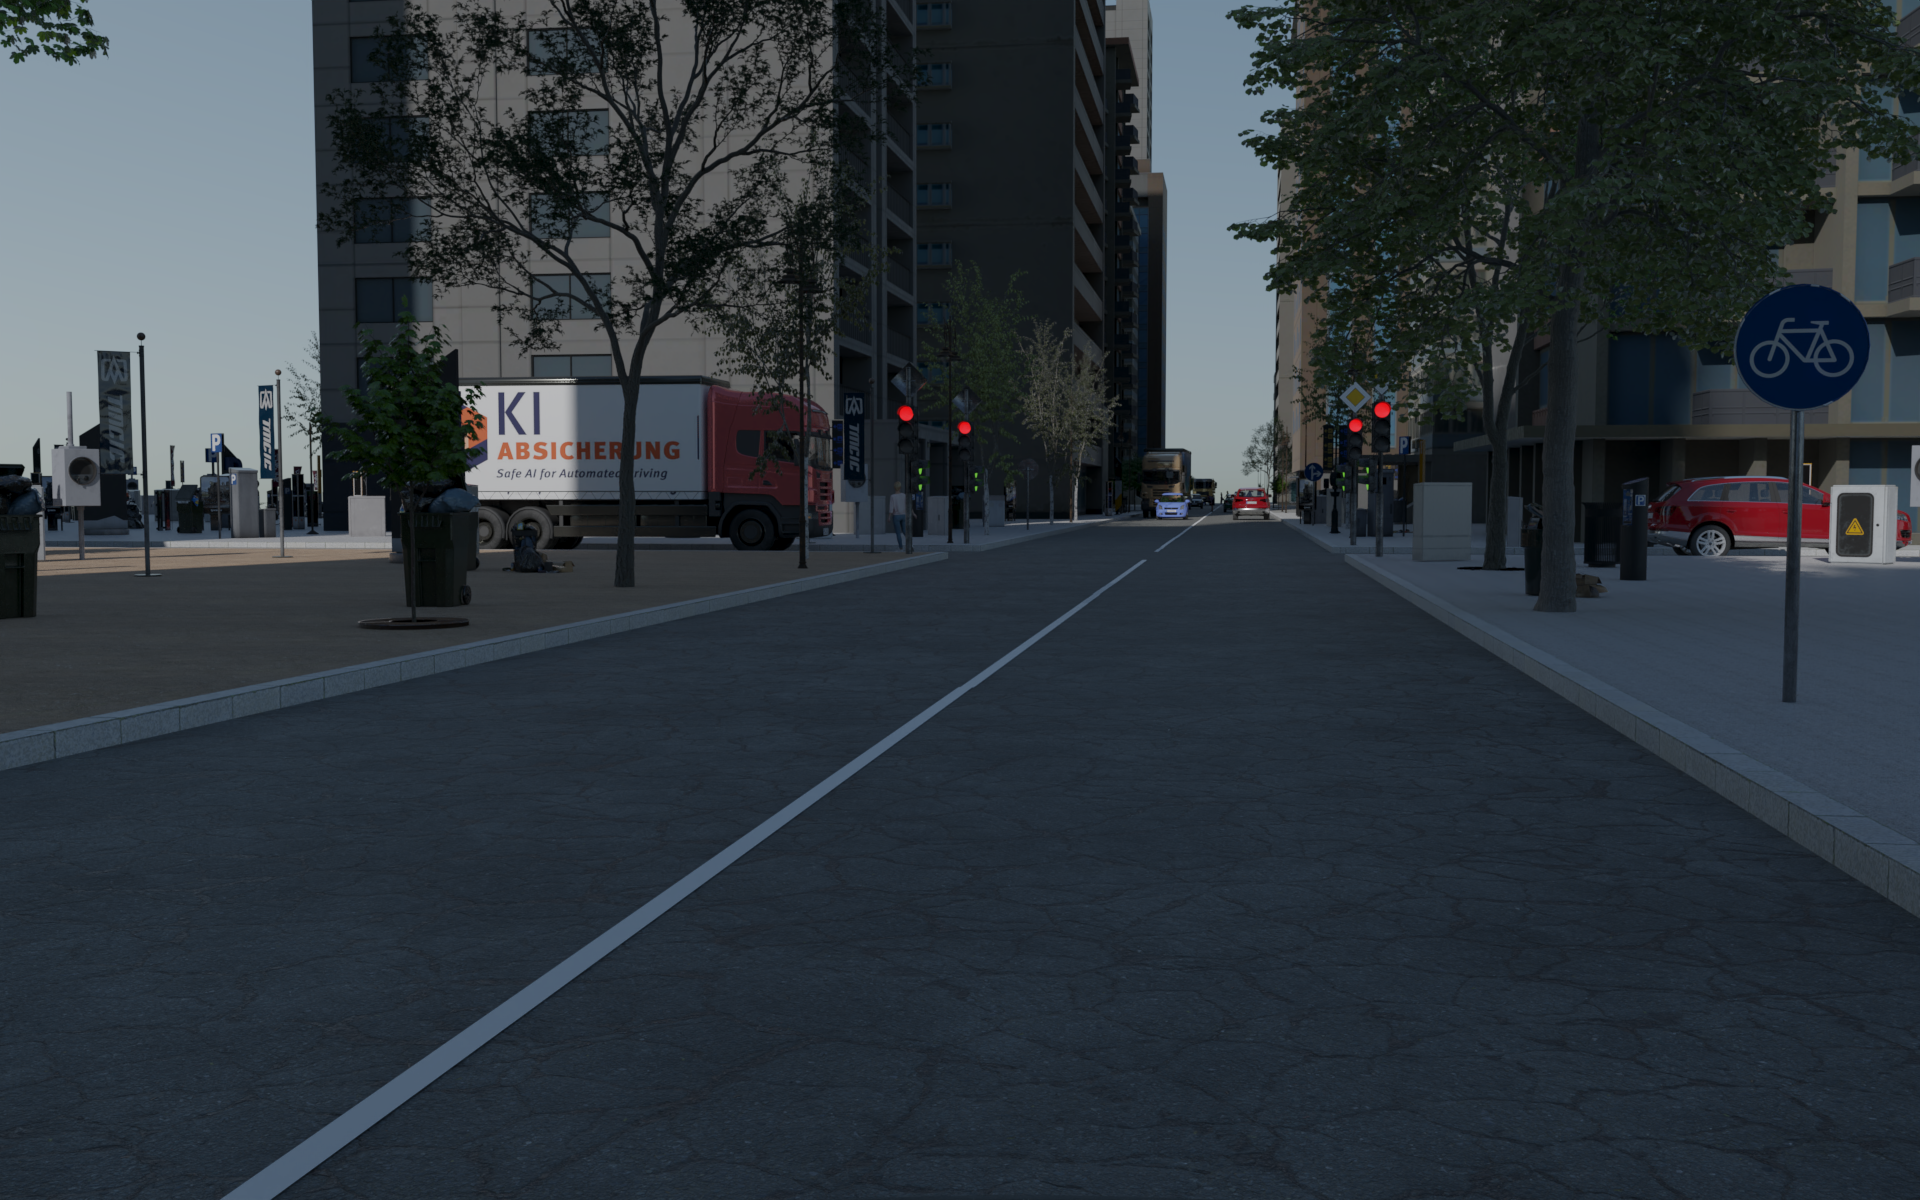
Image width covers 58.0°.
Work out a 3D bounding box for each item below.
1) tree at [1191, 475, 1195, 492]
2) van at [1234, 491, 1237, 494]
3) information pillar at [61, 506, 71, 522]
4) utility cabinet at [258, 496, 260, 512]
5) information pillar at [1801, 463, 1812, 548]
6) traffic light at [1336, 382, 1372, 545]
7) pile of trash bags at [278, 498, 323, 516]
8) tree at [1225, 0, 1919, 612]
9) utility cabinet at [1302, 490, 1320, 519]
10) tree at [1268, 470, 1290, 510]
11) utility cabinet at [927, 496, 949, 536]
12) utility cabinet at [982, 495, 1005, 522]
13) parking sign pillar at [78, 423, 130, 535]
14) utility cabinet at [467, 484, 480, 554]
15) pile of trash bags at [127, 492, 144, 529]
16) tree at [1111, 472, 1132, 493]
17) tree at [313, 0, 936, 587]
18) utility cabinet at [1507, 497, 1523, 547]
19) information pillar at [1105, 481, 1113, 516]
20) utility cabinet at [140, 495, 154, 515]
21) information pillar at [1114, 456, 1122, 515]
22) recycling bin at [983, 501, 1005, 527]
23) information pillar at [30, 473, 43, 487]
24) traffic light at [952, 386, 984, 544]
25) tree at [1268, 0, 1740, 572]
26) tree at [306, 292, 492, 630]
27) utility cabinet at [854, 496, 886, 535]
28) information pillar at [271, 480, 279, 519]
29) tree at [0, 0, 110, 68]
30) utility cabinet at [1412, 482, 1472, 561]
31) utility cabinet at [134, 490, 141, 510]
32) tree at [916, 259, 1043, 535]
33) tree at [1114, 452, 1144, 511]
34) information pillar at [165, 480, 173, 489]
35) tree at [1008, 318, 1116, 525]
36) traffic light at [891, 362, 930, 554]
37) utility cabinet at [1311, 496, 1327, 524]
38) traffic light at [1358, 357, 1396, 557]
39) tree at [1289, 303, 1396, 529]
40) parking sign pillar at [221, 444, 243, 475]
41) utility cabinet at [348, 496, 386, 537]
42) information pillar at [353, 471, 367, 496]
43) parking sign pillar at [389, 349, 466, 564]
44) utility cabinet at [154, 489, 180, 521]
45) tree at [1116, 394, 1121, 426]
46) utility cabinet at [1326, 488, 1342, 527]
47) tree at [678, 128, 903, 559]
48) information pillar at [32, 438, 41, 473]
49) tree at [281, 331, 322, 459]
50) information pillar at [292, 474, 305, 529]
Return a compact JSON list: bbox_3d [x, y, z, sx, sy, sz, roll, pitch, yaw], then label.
[{"bbox_3d":[36.146,-17.867,275.837,4.285,4.588,4.351,0,3,0],"label":"tree"},{"bbox_3d":[41.414,-15.309,257.314,2.013,2.044,4.112,1,4,9],"label":"van"},{"bbox_3d":[-41.405,-4.626,80.130,0.304,2.012,0.304,2,4,32],"label":"information pillar"},{"bbox_3d":[-24.693,-3.009,60.354,0.306,1.237,1.020,0,4,-4],"label":"utility cabinet"},{"bbox_3d":[20.236,-2.271,41.629,0.304,2.012,0.304,1,4,11],"label":"information pillar"},{"bbox_3d":[9.828,-3.323,43.252,0.839,4.253,0.868,1,4,9],"label":"traffic light"},{"bbox_3d":[-44.575,-6.524,116.419,1.912,1.369,3.447,1,4,21],"label":"pile of trash bags"},{"bbox_3d":[6.915,-6.133,18.399,7.486,12.596,7.792,0,3,0],"label":"tree"},{"bbox_3d":[17.624,-4.766,86.610,0.318,1.500,1.173,-2,4,-34],"label":"utility cabinet"},{"bbox_3d":[29.678,-10.148,160.524,1.663,3.219,1.824,0,3,0],"label":"tree"},{"bbox_3d":[-0.638,-2.618,53.968,0.306,1.237,1.020,-2,4,-32],"label":"utility cabinet"},{"bbox_3d":[1.547,-4.185,79.590,1.020,1.237,0.306,0,4,2],"label":"utility cabinet"},{"bbox_3d":[-26.929,-4.031,54.378,1.447,3.967,1.447,-3,4,-37],"label":"parking sign pillar"},{"bbox_3d":[-10.564,-1.688,36.273,0.318,1.500,1.173,2,4,23],"label":"utility cabinet"},{"bbox_3d":[-31.409,-3.358,64.660,1.912,1.369,3.447,-1,4,-19],"label":"pile of trash bags"},{"bbox_3d":[11.969,-8.178,128.308,1.663,3.219,1.824,0,3,0],"label":"tree"},{"bbox_3d":[-4.637,-5.436,23.285,8.767,10.594,7.601,0,4,-4],"label":"tree"},{"bbox_3d":[13.615,-1.915,42.472,0.306,1.237,1.020,1,4,22],"label":"utility cabinet"},{"bbox_3d":[8.820,-6.059,103.550,0.304,2.012,0.304,0,4,7],"label":"information pillar"},{"bbox_3d":[-50.782,-5.937,108.231,0.306,1.237,1.020,2,4,25],"label":"utility cabinet"},{"bbox_3d":[9.805,-7.091,107.290,0.183,3.616,0.504,-3,5,-40],"label":"information pillar"},{"bbox_3d":[1.323,-3.383,67.860,0.722,1.027,0.722,-1,4,-13],"label":"recycling bin"},{"bbox_3d":[-31.510,-3.342,59.136,0.304,2.012,0.304,-1,4,-14],"label":"information pillar"},{"bbox_3d":[0.186,-3.416,44.772,0.839,4.253,0.868,1,4,9],"label":"traffic light"},{"bbox_3d":[8.981,-6.297,28.715,9.928,11.665,9.643,0,3,0],"label":"tree"},{"bbox_3d":[-5.415,-1.349,16.664,1.663,3.219,1.824,0,3,0],"label":"tree"},{"bbox_3d":[-2.874,-2.680,54.982,1.020,1.237,0.306,-2,4,-32],"label":"utility cabinet"},{"bbox_3d":[-35.215,-5.170,89.014,0.304,2.012,0.304,-2,4,-28],"label":"information pillar"},{"bbox_3d":[-6.679,-5.057,8.436,9.928,11.665,9.643,0,3,0],"label":"tree"},{"bbox_3d":[9.220,-1.496,33.142,1.173,1.500,0.318,-2,4,-25],"label":"utility cabinet"},{"bbox_3d":[-45.359,-5.247,94.469,1.173,1.500,0.318,0,4,-4],"label":"utility cabinet"},{"bbox_3d":[0.712,-6.321,53.712,4.737,8.622,4.395,0,3,0],"label":"tree"},{"bbox_3d":[13.564,-9.162,133.518,4.285,4.588,4.351,0,3,0],"label":"tree"},{"bbox_3d":[-42.210,-5.383,92.500,0.304,2.012,0.304,0,4,-6],"label":"information pillar"},{"bbox_3d":[3.883,-7.430,71.838,4.360,8.622,3.978,0,3,0],"label":"tree"},{"bbox_3d":[-1.074,-2.934,36.886,0.839,4.253,0.868,1,4,9],"label":"traffic light"},{"bbox_3d":[15.473,-3.905,75.006,1.020,1.237,0.306,-1,4,-23],"label":"utility cabinet"},{"bbox_3d":[8.568,-2.841,35.367,0.839,4.253,0.868,1,4,9],"label":"traffic light"},{"bbox_3d":[14.284,-6.941,63.843,4.737,8.622,4.395,0,3,0],"label":"tree"},{"bbox_3d":[-38.436,-6.305,91.564,1.447,3.967,1.447,1,4,13],"label":"parking sign pillar"},{"bbox_3d":[-17.900,-2.515,52.284,1.020,1.237,0.306,-2,4,-30],"label":"utility cabinet"},{"bbox_3d":[-19.315,-3.137,55.783,0.304,2.012,0.304,1,4,10],"label":"information pillar"},{"bbox_3d":[-9.967,-2.689,32.431,1.447,3.967,1.447,0,4,4],"label":"parking sign pillar"},{"bbox_3d":[-36.514,-4.353,79.855,1.173,1.500,0.318,0,4,3],"label":"utility cabinet"},{"bbox_3d":[5.647,-8.143,83.498,4.360,8.622,3.978,0,3,0],"label":"tree"},{"bbox_3d":[14.638,-3.611,67.714,0.318,1.500,1.173,0,4,-3],"label":"utility cabinet"},{"bbox_3d":[-3.309,-5.122,34.107,4.360,8.622,3.978,0,3,0],"label":"tree"},{"bbox_3d":[-38.376,-4.936,72.064,0.183,3.616,0.504,0,4,1],"label":"information pillar"},{"bbox_3d":[-27.780,-7.751,77.099,4.737,8.622,4.395,0,3,0],"label":"tree"},{"bbox_3d":[-24.015,-3.570,62.859,0.304,2.012,0.304,2,4,26],"label":"information pillar"}]
